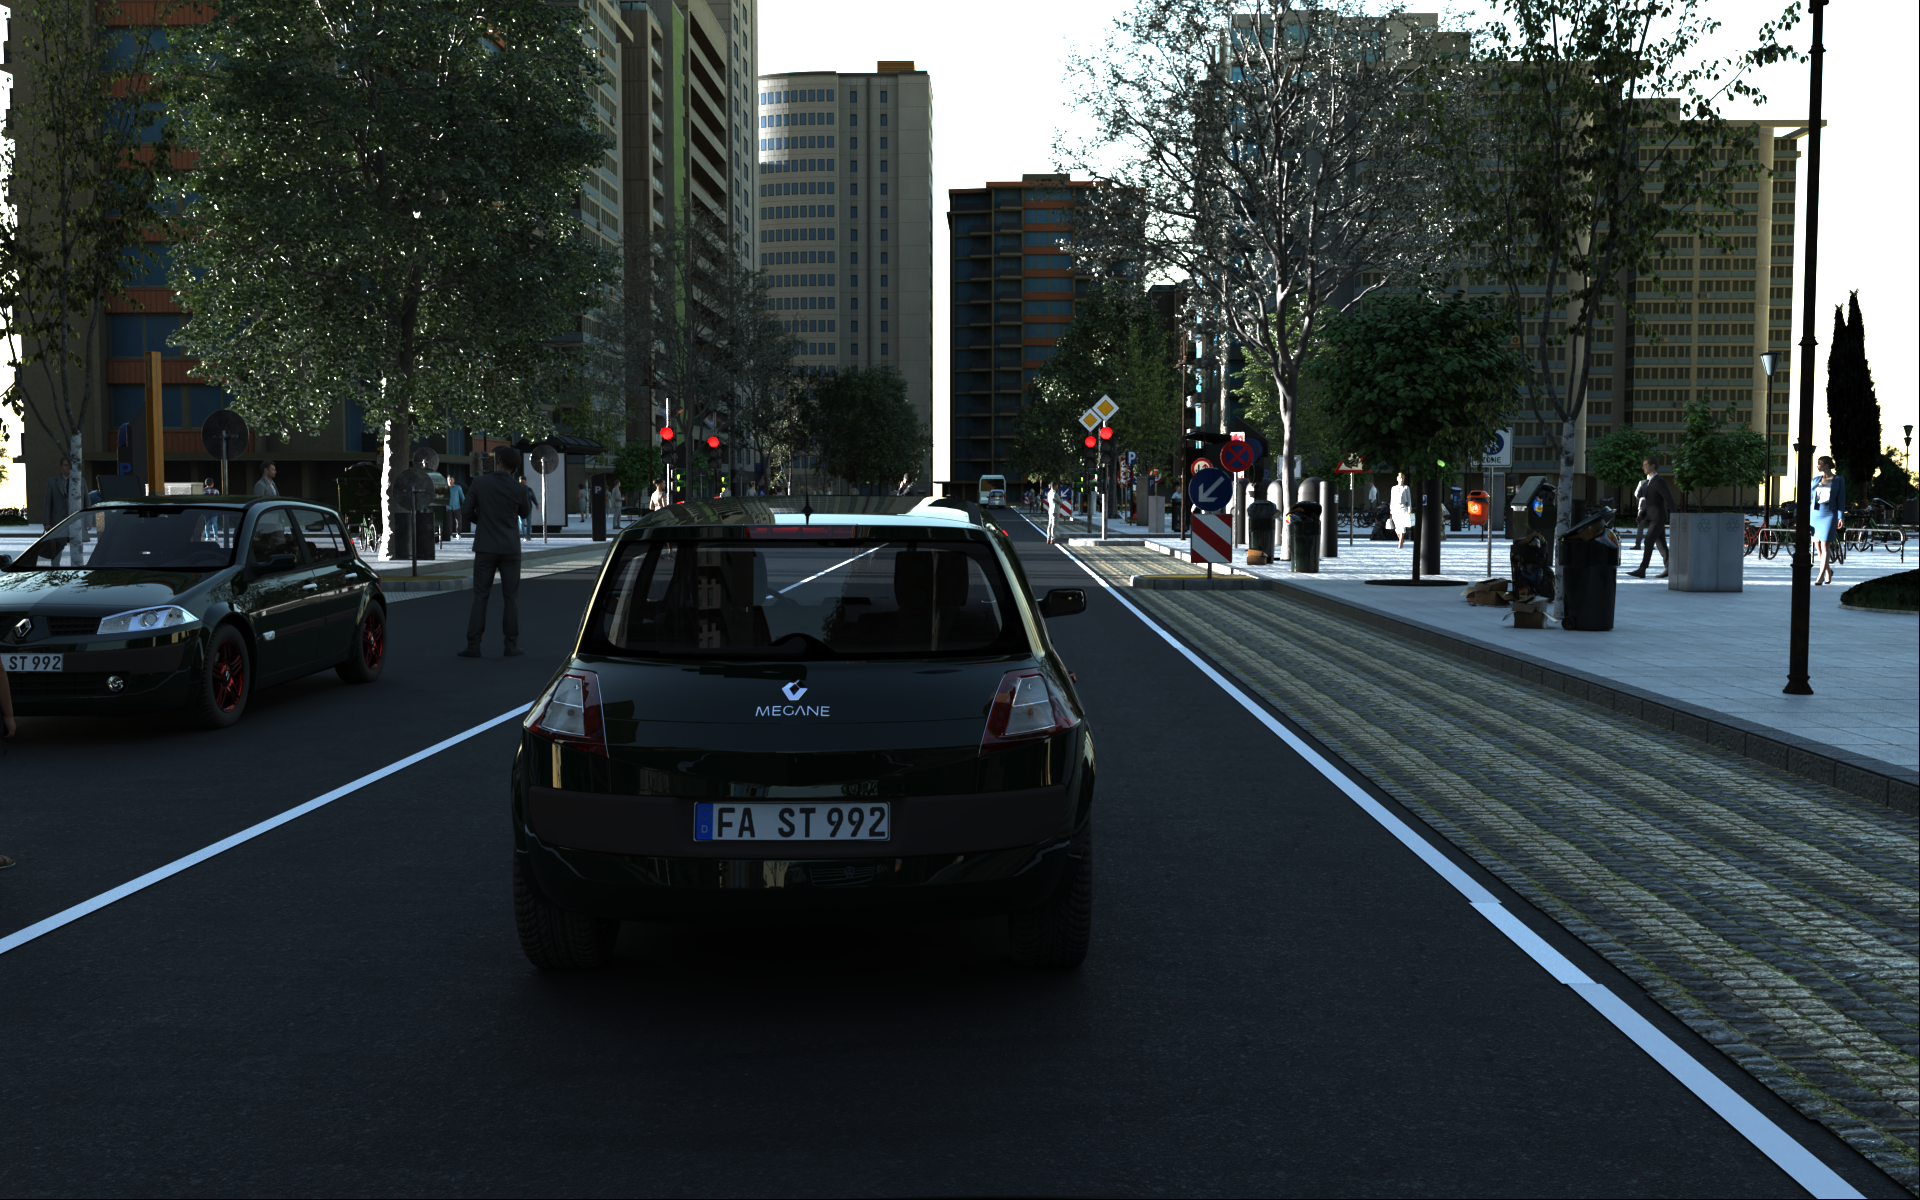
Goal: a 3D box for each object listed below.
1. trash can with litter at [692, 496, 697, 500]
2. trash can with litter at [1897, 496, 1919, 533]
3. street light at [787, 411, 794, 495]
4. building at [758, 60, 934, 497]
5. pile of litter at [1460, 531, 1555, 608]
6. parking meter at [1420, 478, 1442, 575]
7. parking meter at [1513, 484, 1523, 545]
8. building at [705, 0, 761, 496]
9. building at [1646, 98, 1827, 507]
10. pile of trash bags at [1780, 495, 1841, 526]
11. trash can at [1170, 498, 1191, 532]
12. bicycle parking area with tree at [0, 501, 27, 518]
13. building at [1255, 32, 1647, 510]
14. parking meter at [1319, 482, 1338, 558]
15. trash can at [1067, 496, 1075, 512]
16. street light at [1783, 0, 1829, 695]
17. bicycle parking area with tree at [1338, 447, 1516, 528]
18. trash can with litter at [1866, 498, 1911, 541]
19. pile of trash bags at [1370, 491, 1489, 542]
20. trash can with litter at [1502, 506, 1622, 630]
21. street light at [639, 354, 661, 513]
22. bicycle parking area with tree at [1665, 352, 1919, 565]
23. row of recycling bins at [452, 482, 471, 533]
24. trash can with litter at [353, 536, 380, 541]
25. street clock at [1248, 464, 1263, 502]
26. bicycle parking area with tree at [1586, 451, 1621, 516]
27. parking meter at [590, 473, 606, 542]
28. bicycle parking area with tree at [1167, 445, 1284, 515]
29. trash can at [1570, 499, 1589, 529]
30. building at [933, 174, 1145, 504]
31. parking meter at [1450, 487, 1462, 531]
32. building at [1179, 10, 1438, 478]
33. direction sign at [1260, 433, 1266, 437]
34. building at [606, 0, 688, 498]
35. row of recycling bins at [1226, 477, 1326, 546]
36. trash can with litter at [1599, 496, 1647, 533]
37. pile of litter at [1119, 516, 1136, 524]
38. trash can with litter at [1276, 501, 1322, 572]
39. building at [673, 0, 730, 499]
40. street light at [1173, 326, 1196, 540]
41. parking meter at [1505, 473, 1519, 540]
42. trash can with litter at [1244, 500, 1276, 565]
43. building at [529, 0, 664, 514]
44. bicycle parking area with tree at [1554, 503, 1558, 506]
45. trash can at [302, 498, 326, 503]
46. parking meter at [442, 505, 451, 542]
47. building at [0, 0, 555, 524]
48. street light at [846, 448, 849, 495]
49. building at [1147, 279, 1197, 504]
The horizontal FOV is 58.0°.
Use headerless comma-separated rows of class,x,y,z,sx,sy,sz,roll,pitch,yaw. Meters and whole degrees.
trash can with litter,-10.872,-3.773,72.751,2.233,1.210,1.678,-3,4,-36
trash can with litter,32.178,-2.856,57.760,2.233,1.210,1.678,1,4,9
street light,-9.221,-7.441,94.447,0.468,5.910,1.993,0,4,1
building,-17.846,-42.641,239.177,28.212,58.520,21.231,0,4,1
pile of litter,6.410,-0.388,20.314,1.719,0.858,1.176,-3,5,-45
parking meter,7.465,-1.172,27.574,0.372,1.533,0.369,0,3,0
parking meter,10.515,-1.462,32.310,0.372,1.533,0.369,0,3,0
building,-32.570,-45.533,182.709,20.611,71.187,20.563,0,4,1
building,68.388,-29.610,176.009,23.993,40.220,32.217,0,4,1
pile of trash bags,28.590,-2.963,58.205,1.912,1.369,3.447,1,4,19
trash can,7.433,-2.853,58.306,0.748,1.137,0.748,0,3,0
bicycle parking area with tree,-48.523,-5.810,81.993,9.016,4.147,8.231,3,5,39
building,38.824,-28.023,150.050,32.217,40.220,23.993,0,4,1
parking meter,7.479,-1.635,35.137,0.372,1.533,0.369,0,3,0
trash can,8.045,-6.985,125.858,0.748,1.137,0.748,0,3,0
street light,5.396,-2.335,10.971,0.468,5.910,1.993,0,4,1
bicycle parking area with tree,18.126,-4.989,68.572,9.016,4.147,8.231,1,4,17
trash can with litter,25.595,-2.223,47.734,1.055,1.170,0.624,0,4,-5
pile of trash bags,12.963,-2.316,47.624,3.447,1.369,1.912,3,5,44
trash can with litter,5.708,-0.308,16.420,1.055,1.170,0.624,2,4,27
street light,-10.212,-5.164,57.221,0.468,5.910,1.993,0,4,1
bicycle parking area with tree,18.942,-2.948,35.201,8.231,4.147,9.016,0,4,8
row of recycling bins,-18.025,-3.092,57.660,3.534,1.692,1.069,0,4,4
trash can with litter,-16.411,-2.291,48.517,1.678,1.210,2.233,1,4,12
street clock,7.041,-2.246,41.291,0.358,2.002,0.471,-1,4,-10
bicycle parking area with tree,44.357,-7.885,115.927,8.231,4.147,9.016,0,4,1
parking meter,-9.791,-2.517,46.861,0.399,1.863,0.255,0,4,-6
bicycle parking area with tree,16.921,-7.096,103.026,8.231,4.147,9.016,0,4,-6
trash can,17.178,-2.250,48.445,0.748,1.137,0.748,0,3,0
building,11.108,-35.772,239.488,28.867,44.769,22.147,0,4,1
parking meter,17.076,-3.130,59.593,0.372,1.533,0.369,0,3,0
building,35.298,-34.098,177.106,23.786,49.044,30.456,0,4,1
direction sign,11.135,-4.444,64.660,0.876,3.537,0.379,-3,5,-44
building,-30.215,-27.864,139.172,14.154,41.232,14.086,0,4,1
row of recycling bins,7.923,-2.218,43.375,1.069,1.692,3.534,-2,4,-30
trash can with litter,21.652,-2.795,56.757,2.233,1.210,1.678,0,4,2
pile of litter,7.766,-3.790,75.927,1.719,0.858,1.176,-1,4,-10
trash can with litter,5.608,-1.046,28.495,0.624,1.170,1.055,0,4,4
building,-33.212,-32.613,156.920,21.300,48.544,21.600,0,4,1
street light,6.184,-4.591,47.855,0.468,5.910,1.993,0,4,1
parking meter,15.594,-2.643,48.926,0.255,1.863,0.399,3,4,38
trash can with litter,5.517,-1.231,31.509,0.624,1.170,1.055,1,4,15
building,-37.037,-26.144,119.332,32.217,40.220,23.993,0,4,1
bicycle parking area with tree,28.453,-6.738,97.173,9.016,4.147,8.231,0,4,4
trash can,-22.054,-2.906,59.166,0.748,1.137,0.748,0,3,0
parking meter,-14.011,-2.357,46.941,0.372,1.533,0.369,0,3,0
building,-32.898,-26.306,84.733,22.147,44.769,28.867,0,4,1
street light,-8.485,-9.701,131.397,0.468,5.910,1.993,0,4,1
building,32.510,-28.375,235.632,14.107,30.474,14.160,0,4,1
